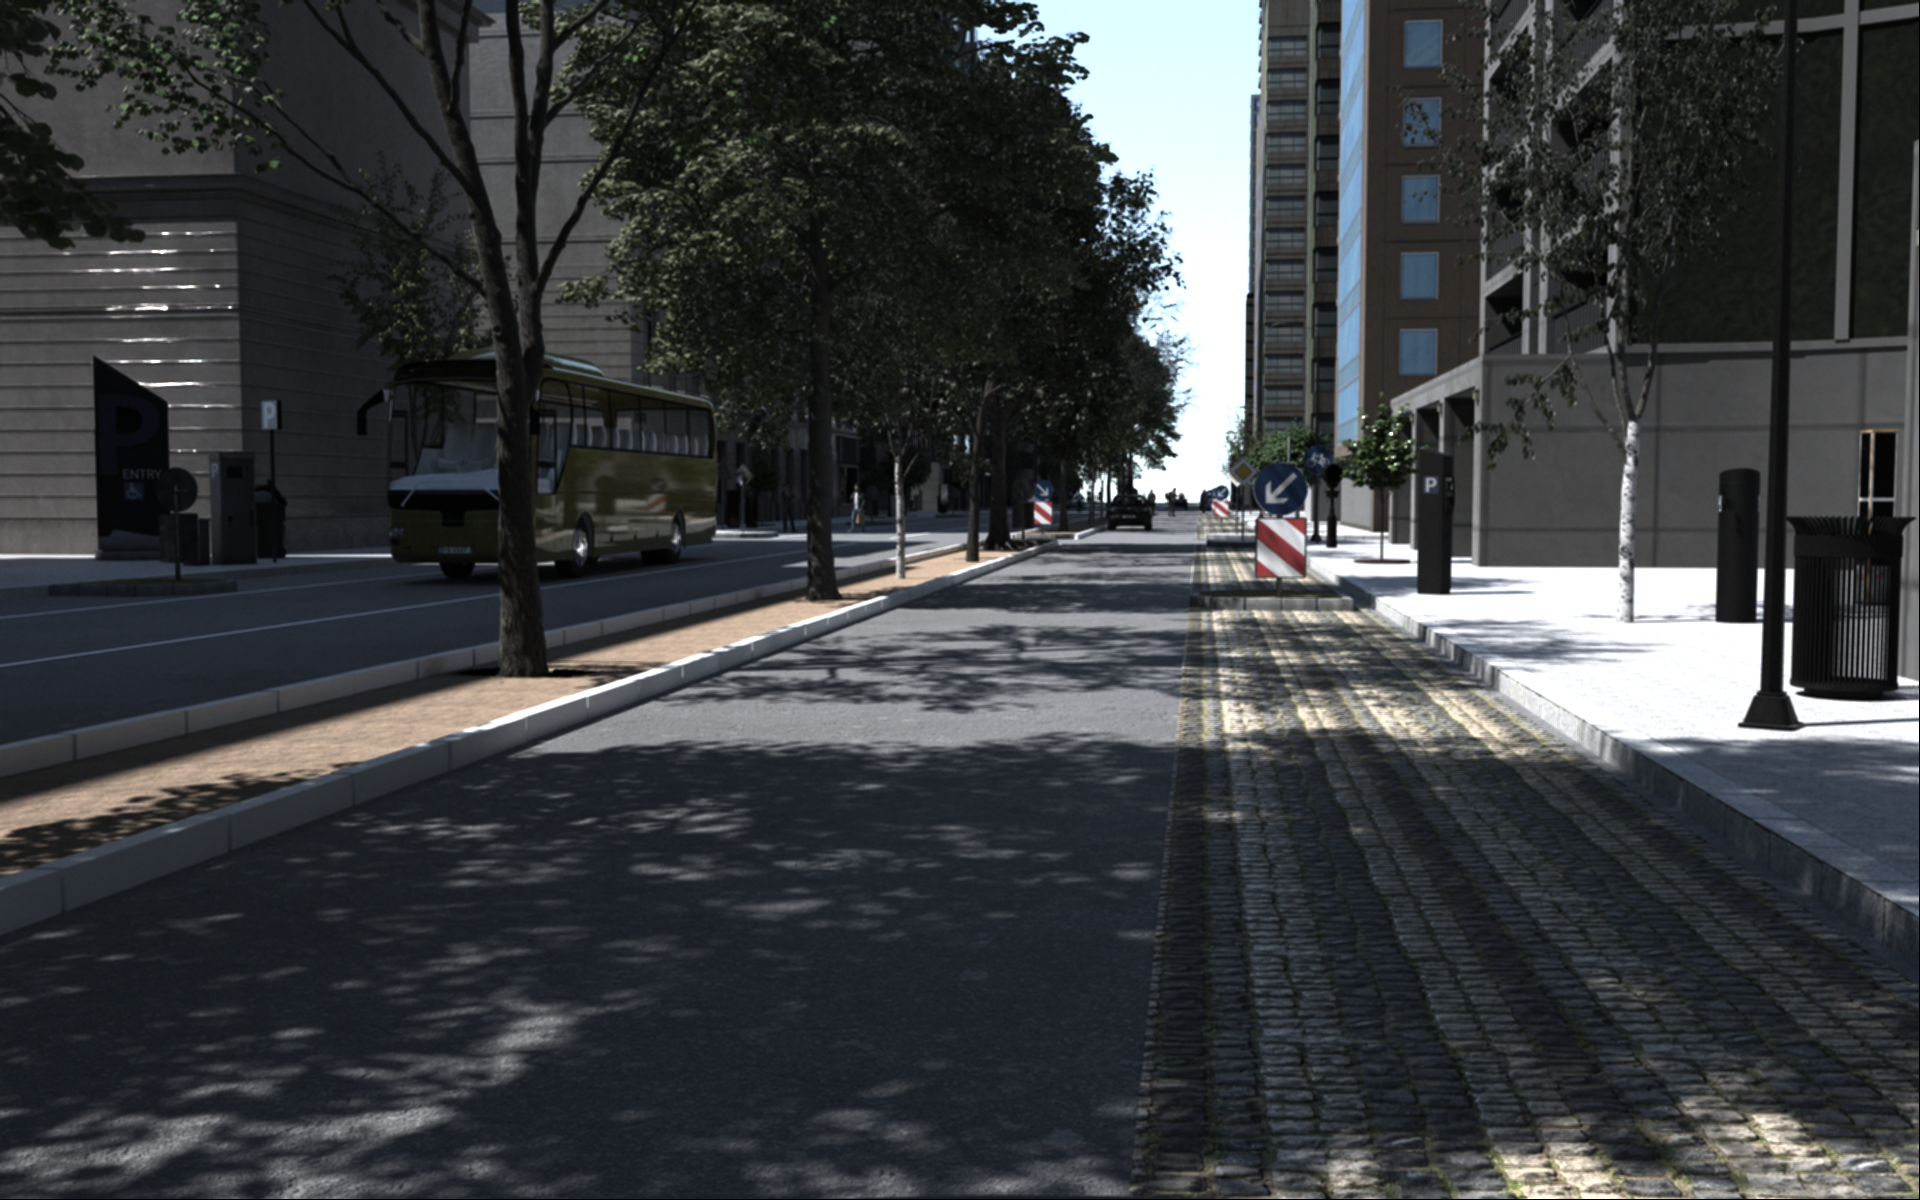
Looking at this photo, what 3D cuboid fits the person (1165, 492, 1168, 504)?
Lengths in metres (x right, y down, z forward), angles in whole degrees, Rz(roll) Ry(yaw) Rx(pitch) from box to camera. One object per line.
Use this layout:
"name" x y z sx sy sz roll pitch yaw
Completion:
"person" 29.393 -14.489 245.839 0.683 1.767 0.568 0 4 6

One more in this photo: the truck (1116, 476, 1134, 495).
"truck" 26.326 -17.564 276.089 2.839 4.237 11.283 0 4 6

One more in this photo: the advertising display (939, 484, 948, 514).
"advertising display" -1.077 -6.650 113.934 0.123 1.923 0.974 2 4 31

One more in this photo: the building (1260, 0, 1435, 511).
"building" 34.668 -31.140 159.246 14.600 45.320 14.200 0 4 8

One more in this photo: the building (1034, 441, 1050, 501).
"building" 4.193 -27.730 225.084 14.160 30.474 14.107 0 4 8

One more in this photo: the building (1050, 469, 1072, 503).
"building" 4.462 -43.069 246.170 21.231 58.520 28.212 0 4 8

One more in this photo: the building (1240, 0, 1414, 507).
"building" 47.871 -48.328 228.418 20.563 71.187 20.611 0 4 8

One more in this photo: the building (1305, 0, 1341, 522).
"building" 24.129 -19.160 84.969 14.160 30.474 14.107 0 4 8

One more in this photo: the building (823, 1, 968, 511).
"building" -10.068 -43.110 143.094 20.563 71.187 20.611 0 4 8

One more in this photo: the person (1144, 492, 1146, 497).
"person" 28.677 -15.839 268.193 0.721 1.735 1.217 0 4 -7

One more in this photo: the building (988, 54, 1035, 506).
"building" -3.133 -34.989 195.766 21.300 48.544 21.600 0 4 8

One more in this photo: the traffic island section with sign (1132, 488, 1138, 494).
"traffic island section with sign" 13.037 -7.470 130.263 2.006 1.907 1.989 0 4 8

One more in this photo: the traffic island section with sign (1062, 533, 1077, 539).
"traffic island section with sign" 2.729 -2.917 55.832 2.006 1.907 1.989 0 4 8

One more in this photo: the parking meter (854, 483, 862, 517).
"parking meter" -5.187 -5.045 88.205 0.399 1.863 0.255 -1 4 -12

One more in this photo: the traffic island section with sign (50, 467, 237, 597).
"traffic island section with sign" -11.708 -1.012 25.177 1.989 1.847 2.006 0 4 8

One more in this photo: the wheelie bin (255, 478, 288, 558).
"wheelie bin" -13.859 -1.642 34.749 0.693 1.594 0.980 -2 4 -23

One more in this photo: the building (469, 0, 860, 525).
"building" -16.292 -18.680 81.834 17.030 29.872 44.131 0 4 8

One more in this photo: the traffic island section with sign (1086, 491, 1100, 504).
"traffic island section with sign" 17.751 -14.015 237.774 1.989 1.847 2.006 0 4 8

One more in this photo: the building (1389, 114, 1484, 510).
"building" 40.300 -45.074 175.217 20.563 71.187 20.611 0 4 8

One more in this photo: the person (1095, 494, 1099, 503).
"person" 20.125 -14.875 254.924 0.991 1.433 0.599 -3 4 -36

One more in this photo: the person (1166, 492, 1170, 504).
"person" 28.840 -14.022 238.470 1.217 1.736 0.721 -3 5 -41

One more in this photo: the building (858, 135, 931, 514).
"building" -10.668 -19.712 115.792 14.314 27.812 24.014 0 4 8

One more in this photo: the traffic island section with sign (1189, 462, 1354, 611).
"traffic island section with sign" 3.937 -0.822 22.067 1.989 1.847 2.006 0 4 8

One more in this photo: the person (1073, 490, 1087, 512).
"person" 9.360 -7.800 136.015 1.348 1.826 0.705 -2 4 -35

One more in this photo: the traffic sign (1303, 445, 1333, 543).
"traffic sign" 9.365 -2.767 45.346 0.768 2.556 0.104 1 4 15

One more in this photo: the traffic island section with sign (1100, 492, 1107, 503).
"traffic island section with sign" 21.452 -15.648 264.475 1.989 1.847 2.006 0 4 8

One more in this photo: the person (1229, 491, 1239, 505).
"person" 33.133 -12.239 208.612 1.348 1.823 0.705 1 4 11

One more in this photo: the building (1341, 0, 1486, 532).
"building" 21.408 -25.212 62.321 14.200 45.320 14.600 0 4 8

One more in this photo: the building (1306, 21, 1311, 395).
"building" 33.419 -34.894 112.515 21.231 58.520 28.212 0 4 8

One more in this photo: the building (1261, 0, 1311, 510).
"building" 32.494 -28.243 145.366 14.154 41.232 14.086 0 4 8

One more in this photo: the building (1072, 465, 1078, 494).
"building" 7.123 -39.603 271.204 21.300 48.544 21.600 0 4 8

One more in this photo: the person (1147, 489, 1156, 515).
"person" 12.988 -6.668 117.918 0.661 1.777 0.834 -1 4 -23

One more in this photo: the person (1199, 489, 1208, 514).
"person" 17.803 -7.217 126.596 0.694 1.812 0.767 2 4 25

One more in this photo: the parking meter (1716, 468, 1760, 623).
"parking meter" 7.781 -0.545 17.325 0.372 1.533 0.369 0 3 0

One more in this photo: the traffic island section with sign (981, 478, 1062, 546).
"traffic island section with sign" 1.702 -2.468 48.496 2.006 1.907 1.989 0 4 8

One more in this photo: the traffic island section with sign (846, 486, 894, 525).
"traffic island section with sign" -4.110 -4.368 80.048 1.989 1.847 2.006 0 4 8

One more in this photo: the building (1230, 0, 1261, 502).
"building" 53.802 -58.448 268.299 22.319 86.520 31.000 0 4 8

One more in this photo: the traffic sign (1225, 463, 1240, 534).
"traffic sign" 8.835 -3.157 55.254 0.795 2.450 0.064 0 4 8

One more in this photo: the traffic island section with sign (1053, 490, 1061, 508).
"traffic island section with sign" 10.214 -10.688 183.372 1.989 1.847 2.006 0 4 8

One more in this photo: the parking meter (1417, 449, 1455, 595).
"parking meter" 6.101 -1.008 22.197 0.399 1.863 0.255 3 5 43

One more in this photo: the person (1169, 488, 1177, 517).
"person" 13.606 -6.255 110.581 0.447 1.846 0.655 -3 4 -38

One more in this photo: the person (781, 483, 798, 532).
"person" -6.427 -3.479 65.184 0.655 1.846 0.447 -1 4 -23

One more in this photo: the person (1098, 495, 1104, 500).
"person" 16.420 -11.784 201.150 0.705 1.826 1.348 2 4 25

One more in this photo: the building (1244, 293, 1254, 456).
"building" 47.745 -29.110 247.642 14.160 30.474 14.107 0 4 8

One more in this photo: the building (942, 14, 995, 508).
"building" -8.288 -33.678 170.236 23.786 49.044 30.456 0 4 8

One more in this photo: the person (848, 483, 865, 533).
"person" -3.681 -3.316 62.709 0.794 1.824 0.713 3 5 41

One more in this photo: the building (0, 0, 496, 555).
"building" -25.535 -12.296 42.846 24.055 21.916 13.314 0 4 8

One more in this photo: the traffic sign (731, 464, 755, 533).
"traffic sign" -7.204 -3.293 57.489 0.795 2.450 0.064 0 4 8

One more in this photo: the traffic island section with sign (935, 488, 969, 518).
"traffic island section with sign" -0.406 -6.001 106.748 1.989 1.847 2.006 0 4 8

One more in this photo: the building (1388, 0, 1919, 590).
"building" 19.878 -36.283 31.474 20.563 71.187 20.611 0 4 8

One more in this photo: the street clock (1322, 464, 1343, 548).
"street clock" 8.905 -2.255 41.441 0.471 2.002 0.358 -1 4 -13

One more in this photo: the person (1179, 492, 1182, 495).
"person" 30.739 -14.223 241.767 1.217 1.735 0.721 -1 4 -12

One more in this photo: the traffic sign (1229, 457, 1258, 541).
"traffic sign" 7.739 -2.673 47.344 0.795 2.450 0.064 0 4 8

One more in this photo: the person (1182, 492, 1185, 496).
"person" 32.717 -15.032 255.096 0.721 1.723 1.217 -3 5 -44
